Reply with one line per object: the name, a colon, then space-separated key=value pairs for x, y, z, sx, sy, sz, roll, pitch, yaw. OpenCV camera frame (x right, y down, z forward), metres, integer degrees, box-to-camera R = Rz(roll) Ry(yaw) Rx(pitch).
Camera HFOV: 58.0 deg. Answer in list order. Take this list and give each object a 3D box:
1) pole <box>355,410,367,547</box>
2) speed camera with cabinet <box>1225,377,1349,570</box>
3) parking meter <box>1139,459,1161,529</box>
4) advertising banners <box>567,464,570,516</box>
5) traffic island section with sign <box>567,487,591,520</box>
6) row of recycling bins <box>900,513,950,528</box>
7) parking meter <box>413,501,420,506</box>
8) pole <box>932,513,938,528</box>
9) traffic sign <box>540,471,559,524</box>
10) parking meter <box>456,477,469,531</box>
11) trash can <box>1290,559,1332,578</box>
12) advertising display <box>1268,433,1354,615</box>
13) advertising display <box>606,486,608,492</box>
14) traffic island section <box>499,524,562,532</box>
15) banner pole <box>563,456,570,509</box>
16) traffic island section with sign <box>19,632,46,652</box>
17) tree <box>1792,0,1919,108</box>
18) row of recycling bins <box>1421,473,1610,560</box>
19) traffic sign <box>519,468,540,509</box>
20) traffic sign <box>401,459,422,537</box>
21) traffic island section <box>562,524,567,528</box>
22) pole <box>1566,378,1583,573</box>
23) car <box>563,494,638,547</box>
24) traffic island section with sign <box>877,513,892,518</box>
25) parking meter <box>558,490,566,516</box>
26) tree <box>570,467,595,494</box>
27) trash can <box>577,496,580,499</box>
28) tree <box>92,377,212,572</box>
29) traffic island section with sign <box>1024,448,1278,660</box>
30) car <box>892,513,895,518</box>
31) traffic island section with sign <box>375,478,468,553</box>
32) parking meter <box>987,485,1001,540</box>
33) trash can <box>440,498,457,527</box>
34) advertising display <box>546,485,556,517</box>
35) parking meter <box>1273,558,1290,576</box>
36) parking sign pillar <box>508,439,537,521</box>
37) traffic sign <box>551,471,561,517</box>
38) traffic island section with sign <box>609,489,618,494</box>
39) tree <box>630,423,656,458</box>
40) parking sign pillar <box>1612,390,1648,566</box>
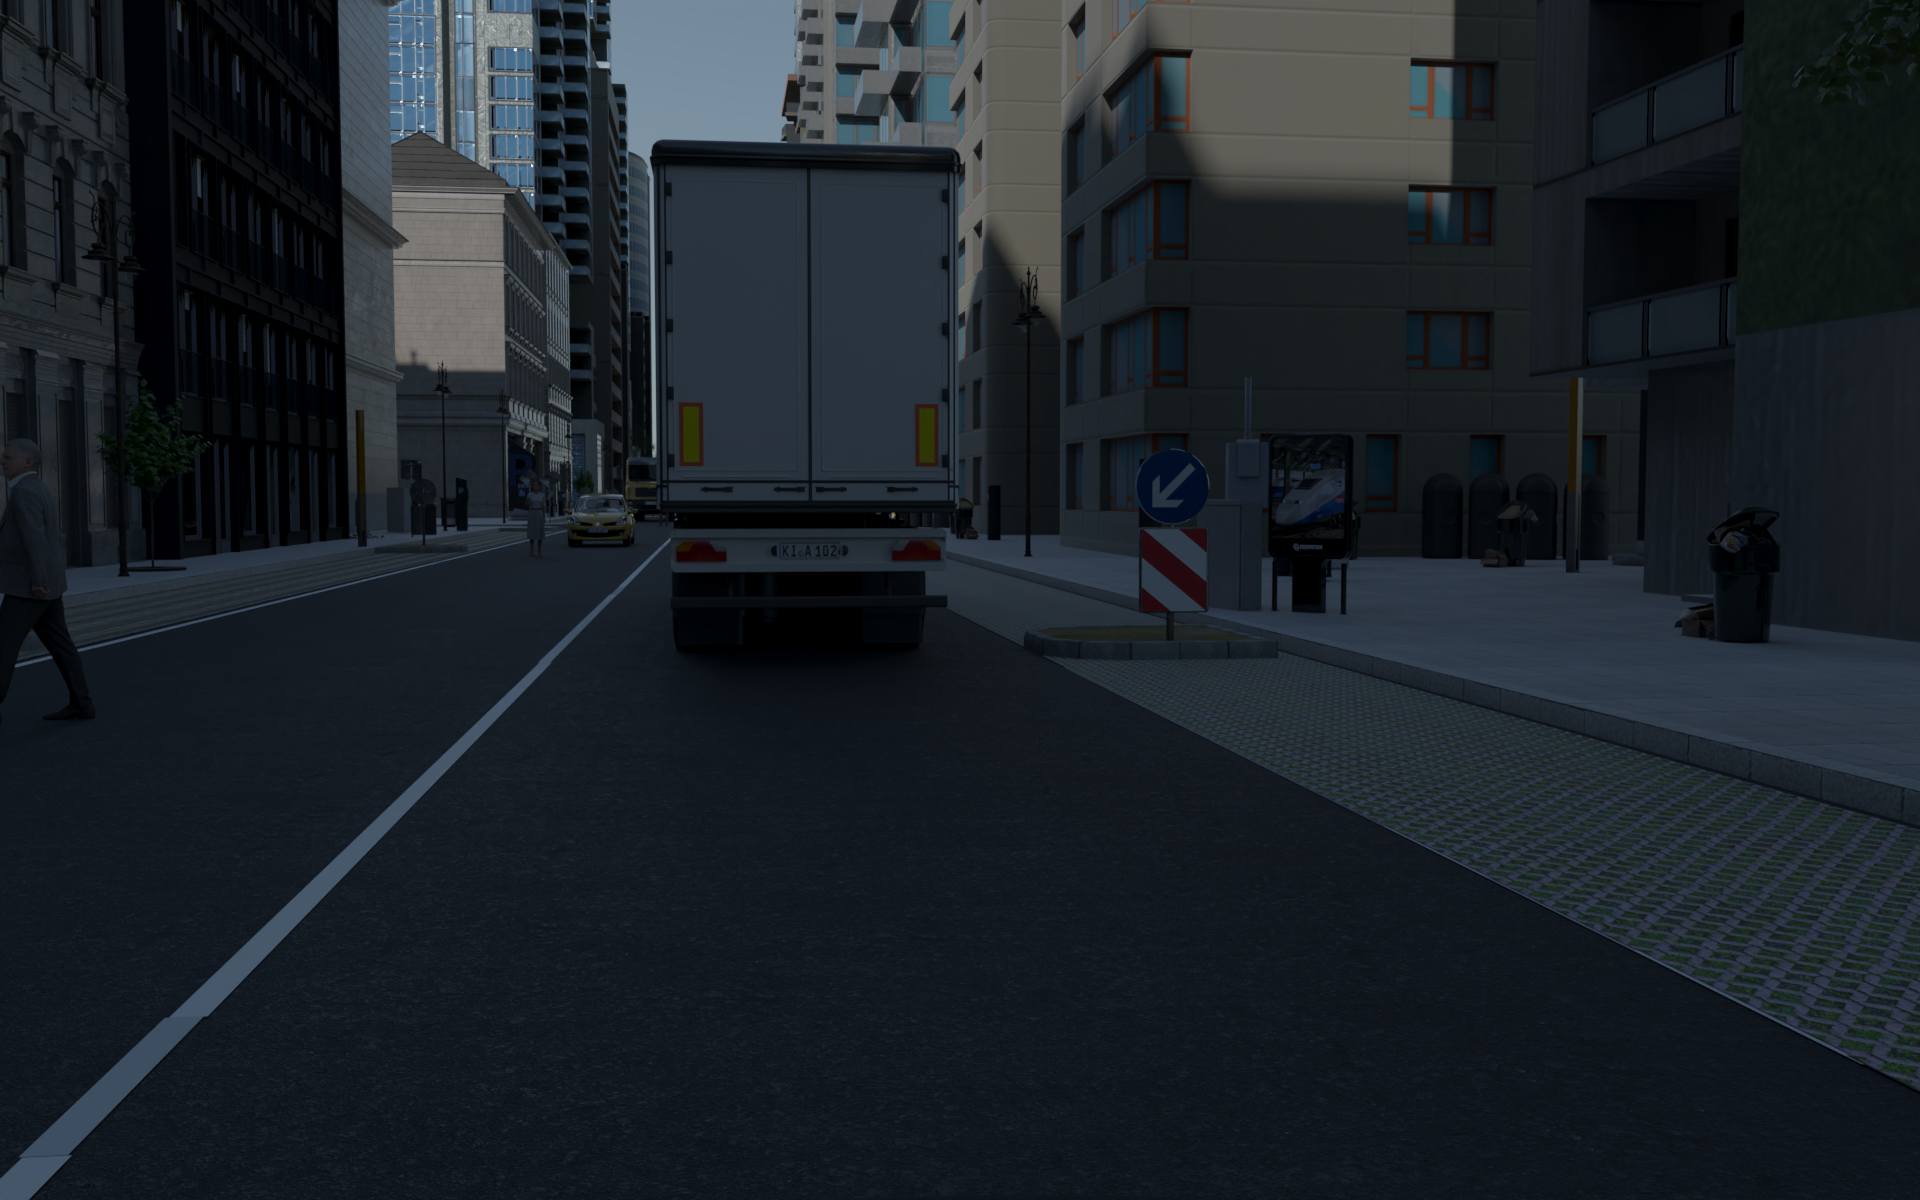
pole: x=-14.554 y=-2.951 z=42.088 sx=0.158 sy=3.312 sz=0.155 roll=0 pitch=3 yaw=0
speed camera with cabinet: x=5.575 y=-2.151 z=29.509 sx=2.038 sy=3.252 sz=0.660 roll=0 pitch=4 yaw=4
parking meter: x=3.156 y=-1.408 z=28.733 sx=0.255 sy=1.863 sz=0.399 roll=2 pitch=4 yaw=32
advertising banners: x=-23.363 y=-6.551 z=103.290 sx=0.090 sy=3.025 sz=2.074 roll=-1 pitch=4 yaw=-10
traffic island section with sign: x=-20.792 y=-5.363 z=96.311 sx=1.989 sy=1.847 sz=2.006 roll=0 pitch=4 yaw=-8
row of recycling bins: x=-1.313 y=-3.666 z=67.053 sx=1.069 sy=1.692 sz=3.534 roll=-3 pitch=4 yaw=-37
parking meter: x=-19.204 y=-3.224 z=61.125 sx=0.372 sy=1.533 sz=0.369 roll=0 pitch=3 yaw=0
pole: x=-0.858 y=-4.036 z=59.839 sx=0.158 sy=3.312 sz=0.155 roll=0 pitch=3 yaw=0
traffic sign: x=-17.754 y=-4.361 z=74.946 sx=0.795 sy=2.450 sz=0.064 roll=0 pitch=4 yaw=-8
parking meter: x=-17.289 y=-3.331 z=60.179 sx=0.399 sy=1.863 sz=0.255 roll=0 pitch=4 yaw=-6
trash can: x=5.187 y=-0.852 z=25.586 sx=0.748 sy=1.137 sz=0.748 roll=0 pitch=3 yaw=0
advertising display: x=3.776 y=-0.825 z=18.697 sx=0.974 sy=1.923 sz=0.123 roll=3 pitch=5 yaw=42
advertising display: x=-29.728 y=-8.607 z=145.935 sx=0.123 sy=1.923 sz=0.974 roll=-1 pitch=4 yaw=-11
traffic island section: x=-16.661 y=-2.741 z=67.097 sx=2.009 sy=0.180 sz=2.903 roll=0 pitch=4 yaw=-8
banner pole: x=-26.041 y=-7.625 z=114.680 sx=0.401 sy=3.779 sz=0.863 roll=1 pitch=4 yaw=22
traffic island section with sign: x=-9.454 y=-0.446 z=15.913 sx=1.989 sy=1.847 sz=2.006 roll=0 pitch=4 yaw=-8
tree: x=6.338 y=-5.459 z=7.384 sx=7.486 sy=12.596 sz=7.792 roll=0 pitch=3 yaw=0
row of recycling bins: x=10.928 y=-1.654 z=34.154 sx=3.534 sy=1.692 sz=1.069 roll=1 pitch=4 yaw=17
traffic sign: x=-16.638 y=-3.877 z=67.039 sx=0.795 sy=2.450 sz=0.064 roll=0 pitch=4 yaw=-8
traffic sign: x=-16.227 y=-3.005 z=51.260 sx=0.606 sy=2.300 sz=0.079 roll=0 pitch=4 yaw=-7
traffic island section: x=-17.776 y=-3.225 z=75.004 sx=2.009 sy=0.180 sz=2.903 roll=0 pitch=4 yaw=-8
pole: x=10.016 y=-2.102 z=28.217 sx=0.158 sy=3.312 sz=0.155 roll=0 pitch=3 yaw=0
car: x=-10.025 y=-2.340 z=48.486 sx=2.015 sy=1.641 sz=3.980 roll=-1 pitch=4 yaw=-8
traffic island section with sign: x=-2.202 y=-2.105 z=43.045 sx=1.989 sy=1.847 sz=2.006 roll=0 pitch=4 yaw=-8
parking meter: x=-26.583 y=-6.579 z=115.978 sx=0.372 sy=1.533 sz=0.369 roll=0 pitch=3 yaw=0
tree: x=-27.607 y=-8.210 z=128.831 sx=1.663 sy=3.219 sz=1.824 roll=0 pitch=3 yaw=0
trash can: x=-25.837 y=-6.544 z=118.645 sx=0.748 sy=1.137 sz=0.748 roll=0 pitch=3 yaw=0
tree: x=-13.674 y=-2.102 z=28.970 sx=1.663 sy=3.219 sz=1.824 roll=0 pitch=3 yaw=0
traffic island section with sign: x=1.638 y=-0.440 z=15.815 sx=1.989 sy=1.847 sz=2.006 roll=0 pitch=4 yaw=-8
car: x=-0.941 y=-3.940 z=74.636 sx=3.980 sy=1.641 sz=2.015 roll=-1 pitch=4 yaw=-8
traffic island section with sign: x=-13.221 y=-2.080 z=42.637 sx=1.989 sy=1.847 sz=2.006 roll=0 pitch=4 yaw=-8
parking meter: x=0.949 y=-2.429 z=48.122 sx=0.372 sy=1.533 sz=0.369 roll=0 pitch=3 yaw=0
trash can: x=-19.827 y=-3.398 z=67.215 sx=0.748 sy=1.137 sz=0.748 roll=0 pitch=3 yaw=0
advertising display: x=-22.673 y=-5.553 z=96.013 sx=0.123 sy=1.923 sz=0.974 roll=-3 pitch=4 yaw=-37
parking meter: x=5.090 y=-1.143 z=27.101 sx=0.372 sy=1.533 sz=0.369 roll=0 pitch=3 yaw=0
parking sign pillar: x=-21.154 y=-5.827 z=83.741 sx=1.447 sy=3.967 sz=1.447 roll=0 pitch=4 yaw=-3
traffic sign: x=-22.317 y=-5.810 z=95.106 sx=0.768 sy=2.556 sz=0.104 roll=0 pitch=4 yaw=-1
traffic island section with sign: x=-24.598 y=-7.010 z=123.246 sx=1.989 sy=1.847 sz=2.006 roll=0 pitch=4 yaw=-8
tree: x=-41.540 y=-17.768 z=224.926 sx=8.767 sy=10.594 sz=7.601 roll=0 pitch=4 yaw=-7
parking sign pillar: x=12.550 y=-2.612 z=31.172 sx=1.447 sy=3.967 sz=1.447 roll=2 pitch=4 yaw=30
